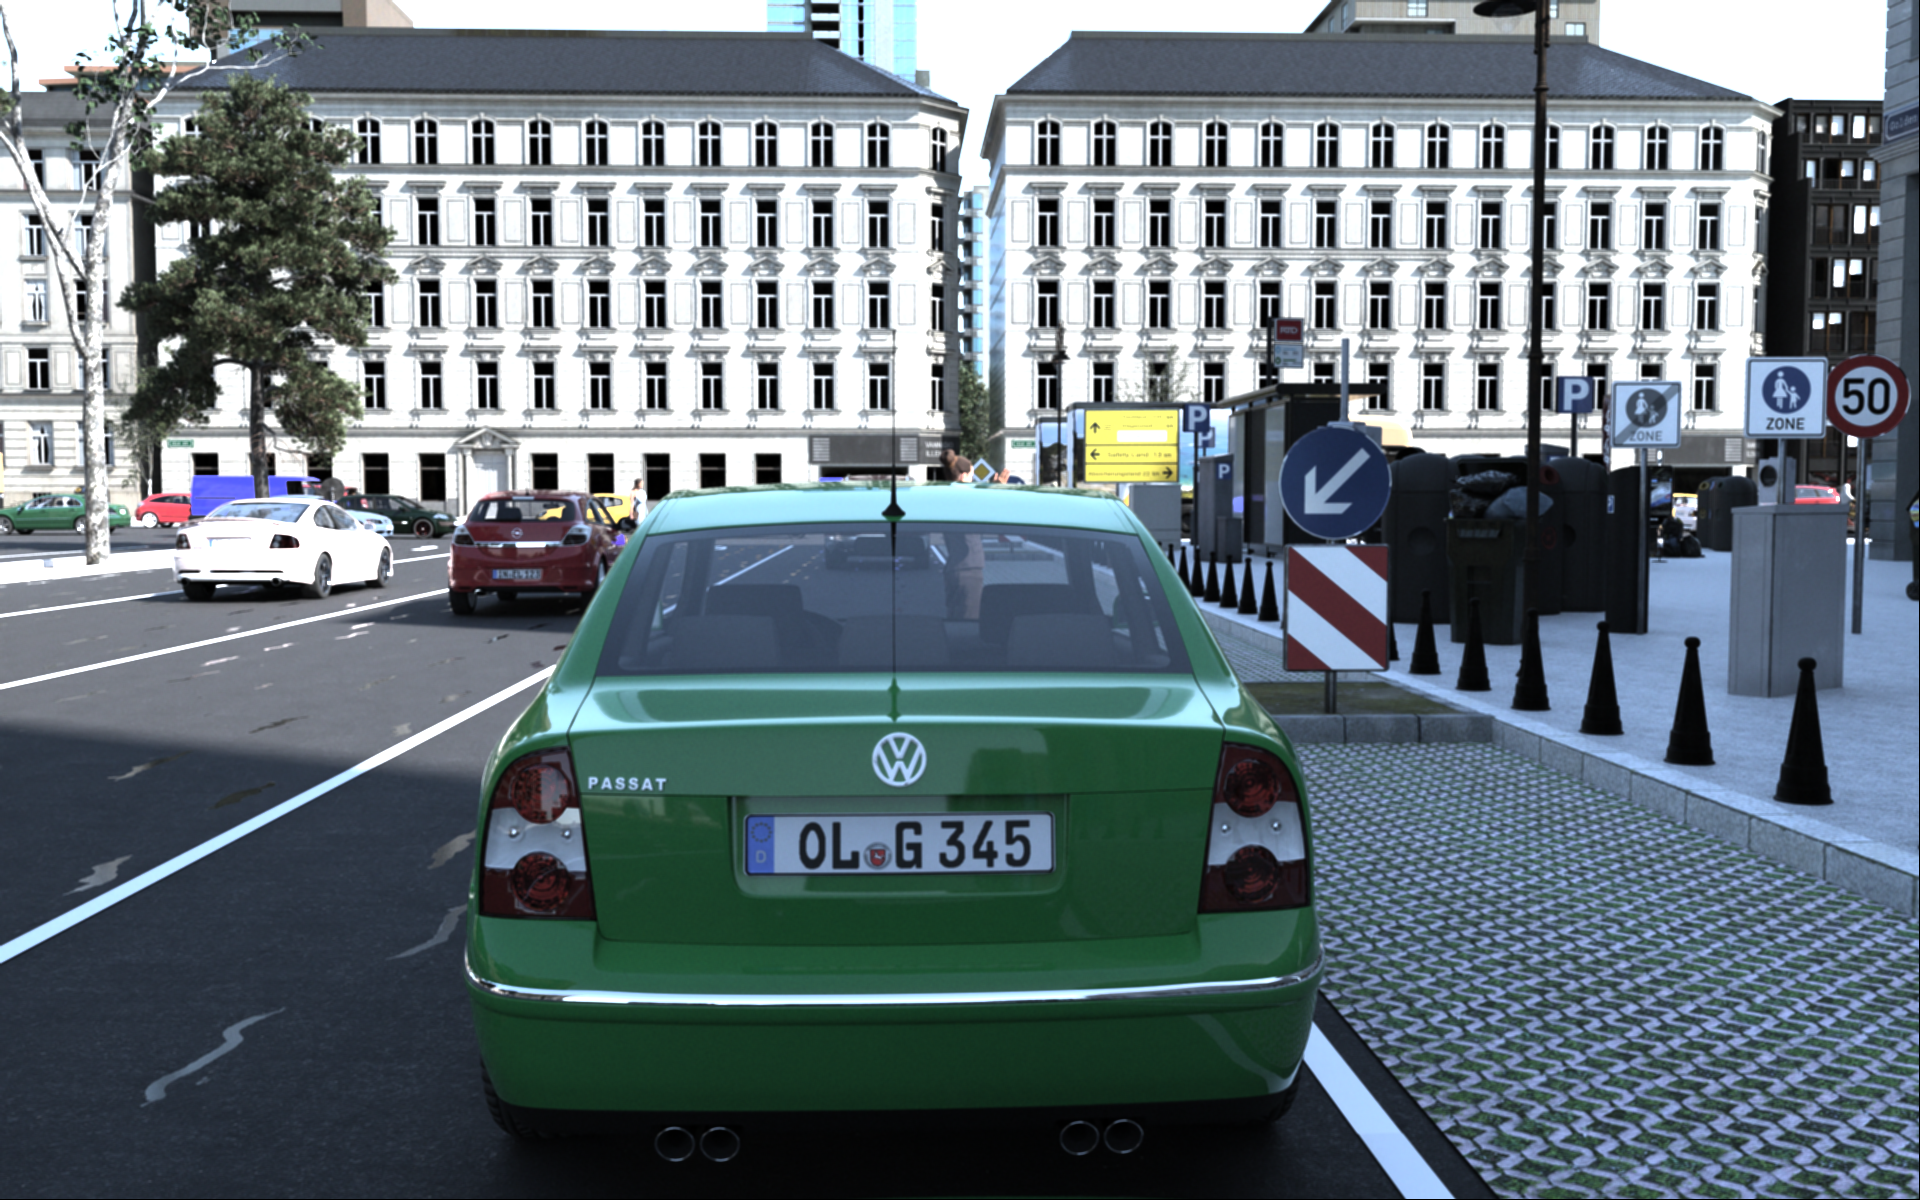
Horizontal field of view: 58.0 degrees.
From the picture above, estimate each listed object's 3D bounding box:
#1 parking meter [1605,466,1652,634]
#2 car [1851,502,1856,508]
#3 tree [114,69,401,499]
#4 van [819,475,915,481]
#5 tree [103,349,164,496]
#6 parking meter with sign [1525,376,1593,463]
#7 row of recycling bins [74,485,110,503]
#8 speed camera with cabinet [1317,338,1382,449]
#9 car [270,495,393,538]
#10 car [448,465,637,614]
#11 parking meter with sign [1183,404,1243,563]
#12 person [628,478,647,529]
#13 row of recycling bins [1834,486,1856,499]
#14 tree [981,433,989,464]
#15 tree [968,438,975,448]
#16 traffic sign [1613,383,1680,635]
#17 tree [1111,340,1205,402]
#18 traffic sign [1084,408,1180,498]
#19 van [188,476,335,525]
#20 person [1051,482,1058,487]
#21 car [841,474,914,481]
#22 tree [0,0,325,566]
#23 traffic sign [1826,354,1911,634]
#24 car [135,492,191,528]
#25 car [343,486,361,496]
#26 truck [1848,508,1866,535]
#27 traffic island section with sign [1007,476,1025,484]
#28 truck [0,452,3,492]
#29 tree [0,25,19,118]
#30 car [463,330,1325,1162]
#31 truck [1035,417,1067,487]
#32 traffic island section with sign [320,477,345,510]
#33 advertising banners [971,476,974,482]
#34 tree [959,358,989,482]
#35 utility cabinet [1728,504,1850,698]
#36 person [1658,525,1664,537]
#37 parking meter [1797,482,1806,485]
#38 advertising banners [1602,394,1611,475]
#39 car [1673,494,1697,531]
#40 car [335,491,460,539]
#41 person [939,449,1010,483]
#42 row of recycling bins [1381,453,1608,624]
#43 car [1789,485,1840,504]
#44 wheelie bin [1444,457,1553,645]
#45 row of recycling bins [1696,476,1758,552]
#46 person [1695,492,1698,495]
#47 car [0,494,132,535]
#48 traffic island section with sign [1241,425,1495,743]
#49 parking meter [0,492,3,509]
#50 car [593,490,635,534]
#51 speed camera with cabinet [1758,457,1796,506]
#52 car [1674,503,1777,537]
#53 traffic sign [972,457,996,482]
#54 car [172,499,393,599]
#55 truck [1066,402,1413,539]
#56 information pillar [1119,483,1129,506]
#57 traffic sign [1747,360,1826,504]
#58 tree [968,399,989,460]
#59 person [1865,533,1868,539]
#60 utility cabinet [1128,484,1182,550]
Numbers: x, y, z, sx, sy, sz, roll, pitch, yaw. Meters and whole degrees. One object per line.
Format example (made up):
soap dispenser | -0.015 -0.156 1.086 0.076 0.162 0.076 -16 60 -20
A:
parking meter | 6.187 -0.467 16.041 0.372 1.533 0.369 0 3 0
car | 34.457 -3.246 65.647 3.894 1.354 1.945 0 4 -1
tree | -17.631 -7.268 43.352 6.751 12.117 7.091 0 3 0
van | -2.845 -3.769 66.000 5.245 2.365 2.240 0 4 -3
tree | -41.013 -8.357 86.996 4.360 8.622 3.978 0 3 0
parking meter with sign | 8.992 -1.850 26.511 0.543 3.016 1.738 0 4 -7
row of recycling bins | -41.073 -4.582 82.035 1.069 1.692 3.534 -3 5 -39
speed camera with cabinet | 5.568 -1.684 21.865 2.038 3.252 0.660 2 4 35
car | -18.937 -2.369 50.730 4.499 1.417 2.014 0 4 -1
car | -5.285 -0.805 22.209 2.155 1.783 4.494 0 4 -4
parking meter with sign | 4.826 -2.233 32.770 0.543 3.016 1.738 -1 4 -18
person | -7.768 -2.019 41.608 0.778 1.811 0.616 2 4 34
row of recycling bins | 46.383 -4.974 88.442 3.534 1.692 1.069 1 4 20
tree | 3.748 -11.280 134.787 4.737 8.622 4.395 0 3 0
tree | -1.259 -17.020 185.704 7.806 13.903 7.818 0 3 0
traffic sign | 6.204 -0.832 15.735 0.606 2.300 0.079 0 4 7
tree | 9.339 -8.047 81.923 4.360 8.622 3.978 0 3 0
traffic sign | 4.071 -2.892 41.149 2.265 3.308 0.079 0 4 7
van | -23.030 -3.302 58.369 5.245 2.365 2.240 0 4 -4
person | 3.118 -2.969 56.930 0.514 1.842 0.818 3 5 44
car | -1.623 -1.595 34.759 2.281 1.827 5.304 0 4 -1
tree | -17.554 -10.679 32.956 12.611 20.169 13.585 0 3 0
traffic sign | 8.245 -0.963 15.850 0.768 2.556 0.104 0 4 6
car | -32.702 -3.961 73.801 4.494 1.783 2.155 0 4 -2
car | -25.683 -3.581 67.222 5.304 1.827 2.281 0 4 0
truck | 39.136 -4.161 57.783 18.799 4.110 2.967 0 4 -4
traffic island section with sign | 0.982 -1.790 37.899 1.989 1.847 2.006 0 4 -2
truck | -43.628 -4.467 68.952 9.791 3.379 3.469 0 4 -1
tree | -16.692 -6.052 23.465 6.751 12.117 7.091 0 3 0
car | -0.210 0.216 5.265 1.959 1.807 4.718 0 4 -3
truck | 8.456 -4.592 63.995 11.283 4.237 2.839 0 4 -1
traffic island section with sign | -17.179 -2.371 46.905 2.006 1.907 1.989 0 4 -2
advertising banners | 1.375 -8.224 130.653 0.090 3.025 2.074 -2 4 -34
tree | -0.153 -13.850 143.461 9.611 12.733 9.660 0 3 0
utility cabinet | 5.394 -0.008 11.285 1.020 1.237 0.306 -3 4 -39
person | 23.521 -2.557 58.223 0.347 0.859 0.695 1 4 16
parking meter | 42.338 -4.987 87.249 0.399 1.863 0.255 1 4 16
advertising banners | 11.333 -2.055 29.793 0.090 3.025 2.074 0 4 5
car | 26.800 -3.411 65.986 3.980 1.641 2.015 0 4 -1
car | -18.383 -2.830 56.059 4.222 1.686 2.009 0 4 -1
person | 0.121 -0.135 11.517 0.742 1.727 0.445 3 5 41
row of recycling bins | 5.655 -0.683 18.287 3.534 1.692 1.069 -3 5 -40
car | 35.015 -3.995 73.995 5.304 1.827 2.281 0 4 0
wheelie bin | 4.610 -0.429 14.920 0.980 1.594 0.693 3 5 39
row of recycling bins | 17.766 -2.015 40.054 1.069 1.692 3.534 1 4 15
person | 29.400 -3.702 68.941 0.836 1.842 0.656 1 4 10
car | -32.058 -3.034 61.403 4.920 1.459 2.131 0 4 -3
traffic island section with sign | 2.043 -0.134 10.826 1.989 1.847 2.006 0 4 -2
parking meter | -51.174 -5.128 92.250 0.372 1.533 0.369 0 3 0
car | -13.405 -3.216 62.808 3.980 1.641 2.015 0 4 -4
speed camera with cabinet | 20.168 -3.030 43.883 0.660 3.252 2.038 -1 4 -19
car | 25.871 -2.711 56.681 4.827 1.381 2.083 0 4 -2
traffic sign | 0.588 -2.669 47.278 0.795 2.450 0.064 0 4 -2
car | -9.652 -0.772 24.991 2.083 1.381 4.827 0 4 -2
truck | 9.015 -3.982 54.012 11.283 4.237 2.839 0 4 -1
information pillar | 4.498 -3.468 48.061 0.183 3.616 0.504 3 5 42
traffic sign | 6.166 -0.666 13.015 0.606 2.300 0.079 0 4 0
tree | 2.619 -10.738 125.936 4.360 8.622 3.978 0 3 0
person | 27.842 -2.721 53.186 0.606 1.804 0.583 -3 4 -37
utility cabinet | 4.369 -1.847 38.884 1.173 1.500 0.318 -1 4 -19
